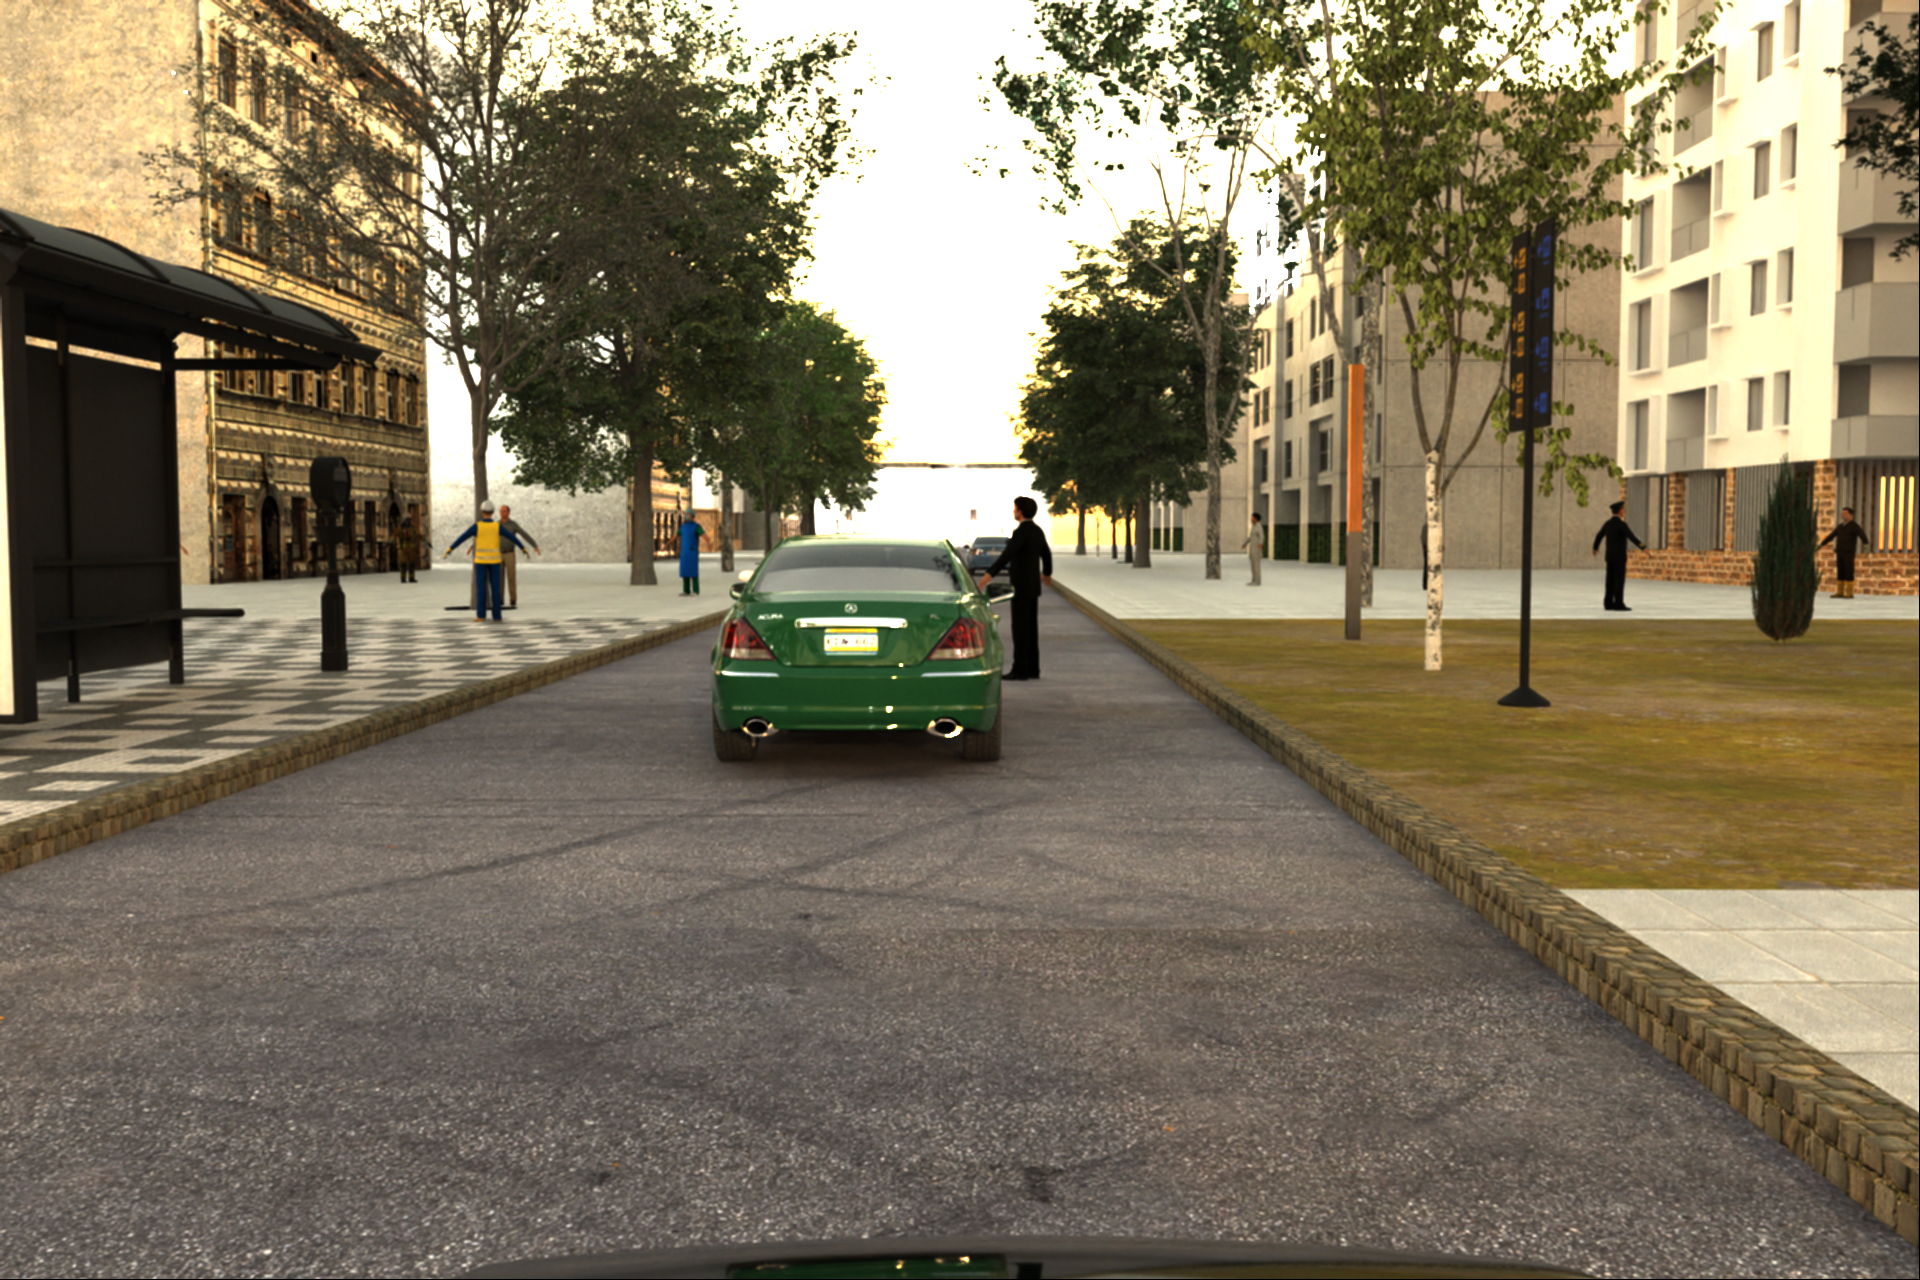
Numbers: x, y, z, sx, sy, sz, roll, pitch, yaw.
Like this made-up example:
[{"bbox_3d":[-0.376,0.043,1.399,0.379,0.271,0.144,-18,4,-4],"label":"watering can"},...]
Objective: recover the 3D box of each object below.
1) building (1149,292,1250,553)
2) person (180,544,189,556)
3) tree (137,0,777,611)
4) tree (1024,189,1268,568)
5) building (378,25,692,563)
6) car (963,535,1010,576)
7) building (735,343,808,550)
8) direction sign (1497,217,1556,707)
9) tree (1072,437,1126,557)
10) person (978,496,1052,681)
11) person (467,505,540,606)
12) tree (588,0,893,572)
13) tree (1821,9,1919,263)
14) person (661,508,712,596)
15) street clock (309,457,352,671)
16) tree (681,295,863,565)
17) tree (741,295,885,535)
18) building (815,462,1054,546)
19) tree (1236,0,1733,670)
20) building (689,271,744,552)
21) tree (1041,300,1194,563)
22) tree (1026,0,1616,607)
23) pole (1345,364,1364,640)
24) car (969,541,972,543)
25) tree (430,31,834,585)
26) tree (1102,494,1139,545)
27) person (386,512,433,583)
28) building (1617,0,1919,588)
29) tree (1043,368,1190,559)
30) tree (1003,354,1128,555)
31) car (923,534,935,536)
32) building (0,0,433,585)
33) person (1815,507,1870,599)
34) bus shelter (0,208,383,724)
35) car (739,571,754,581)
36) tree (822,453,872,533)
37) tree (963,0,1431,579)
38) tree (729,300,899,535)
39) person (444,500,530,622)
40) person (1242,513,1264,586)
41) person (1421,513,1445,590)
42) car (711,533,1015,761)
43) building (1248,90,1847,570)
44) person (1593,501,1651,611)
[{"bbox_3d":[24.176,-16.441,135.267,16.747,18.905,31.486,0,4,1],"label":"building"},{"bbox_3d":[-13.489,-1.352,28.908,0.721,1.733,1.217,3,4,39],"label":"person"},{"bbox_3d":[-8.025,-7.248,28.882,12.009,13.543,11.850,0,3,0],"label":"tree"},{"bbox_3d":[6.934,-9.738,65.870,9.857,13.997,8.962,0,3,0],"label":"tree"},{"bbox_3d":[-23.800,-15.504,84.423,19.493,23.208,18.063,0,4,0],"label":"building"},{"bbox_3d":[1.129,-3.006,61.149,2.014,1.417,4.499,0,4,0],"label":"car"},{"bbox_3d":[-23.454,-19.363,147.509,19.493,23.208,18.063,0,4,1],"label":"building"},{"bbox_3d":[4.234,-1.278,12.898,0.379,3.537,0.876,0,3,0],"label":"direction sign"},{"bbox_3d":[7.684,-9.008,97.647,4.360,8.622,3.978,0,3,0],"label":"tree"},{"bbox_3d":[0.612,-0.516,17.075,0.705,1.806,1.347,2,4,31],"label":"person"},{"bbox_3d":[-8.163,-1.516,31.065,1.348,1.796,0.705,0,4,5],"label":"person"},{"bbox_3d":[-9.173,-12.321,57.335,12.611,20.169,13.585,0,3,0],"label":"tree"},{"bbox_3d":[10.919,-4.872,14.069,7.601,10.594,8.767,0,4,7],"label":"tree"},{"bbox_3d":[-5.590,-1.809,35.709,1.347,1.817,0.704,2,4,33],"label":"person"},{"bbox_3d":[-5.879,-0.713,16.225,0.358,2.002,0.471,0,4,0],"label":"street clock"},{"bbox_3d":[-8.011,-9.003,72.955,9.928,11.665,9.643,0,3,0],"label":"tree"},{"bbox_3d":[-7.113,-10.072,82.808,7.486,12.596,7.792,0,3,0],"label":"tree"},{"bbox_3d":[-3.282,-15.771,202.462,28.070,9.664,9.099,0,4,8],"label":"building"},{"bbox_3d":[4.477,-4.007,15.873,4.737,8.622,4.395,0,3,0],"label":"tree"},{"bbox_3d":[-22.410,-16.417,124.832,16.016,20.090,11.380,0,4,1],"label":"building"},{"bbox_3d":[7.471,-9.236,76.771,9.928,11.665,9.643,0,3,0],"label":"tree"},{"bbox_3d":[7.588,-10.731,31.343,12.611,20.169,13.585,0,3,0],"label":"tree"},{"bbox_3d":[4.773,-1.658,20.950,0.158,3.312,0.155,0,3,0],"label":"pole"},{"bbox_3d":[1.644,-5.932,109.358,2.083,1.381,4.827,0,4,-1],"label":"car"},{"bbox_3d":[-8.099,-8.359,43.318,9.857,13.997,8.962,0,3,0],"label":"tree"},{"bbox_3d":[20.248,-17.789,197.498,9.857,13.997,8.962,0,3,0],"label":"tree"},{"bbox_3d":[-14.580,-2.444,45.733,0.705,1.858,1.354,3,5,41],"label":"person"},{"bbox_3d":[24.247,-11.741,48.379,16.016,20.090,11.380,0,4,0],"label":"building"},{"bbox_3d":[8.138,-9.507,89.853,8.767,10.594,7.601,1,4,15],"label":"tree"},{"bbox_3d":[7.454,-12.207,106.232,9.857,13.997,8.962,0,3,0],"label":"tree"},{"bbox_3d":[-1.657,-3.892,73.414,2.009,1.686,4.222,0,4,1],"label":"car"},{"bbox_3d":[-28.206,-13.541,52.323,19.493,23.208,18.063,0,3,0],"label":"building"},{"bbox_3d":[17.677,-1.741,34.605,0.704,1.812,1.346,-1,4,-18],"label":"person"},{"bbox_3d":[-6.041,-1.124,12.302,2.014,3.302,5.546,0,4,1],"label":"bus shelter"},{"bbox_3d":[-1.509,-0.502,20.574,2.083,1.381,4.827,0,4,0],"label":"car"},{"bbox_3d":[-7.497,-9.489,105.508,4.360,8.622,3.978,0,3,0],"label":"tree"},{"bbox_3d":[6.376,-11.719,47.495,12.611,20.169,13.585,0,3,0],"label":"tree"},{"bbox_3d":[-8.207,-11.443,93.752,9.857,13.997,8.962,0,3,0],"label":"tree"},{"bbox_3d":[-6.915,-1.155,25.346,1.216,1.772,0.721,-1,4,-22],"label":"person"},{"bbox_3d":[7.353,-2.266,43.233,0.705,1.806,1.347,-1,4,-9],"label":"person"},{"bbox_3d":[10.844,-2.064,39.878,0.705,1.813,1.348,2,4,33],"label":"person"},{"bbox_3d":[-0.647,-0.034,12.350,2.131,1.459,4.920,0,4,0],"label":"car"},{"bbox_3d":[23.812,-12.925,77.777,16.747,18.905,31.486,0,4,1],"label":"building"},{"bbox_3d":[11.045,-1.416,29.080,0.705,1.837,1.347,-1,4,-20],"label":"person"}]
